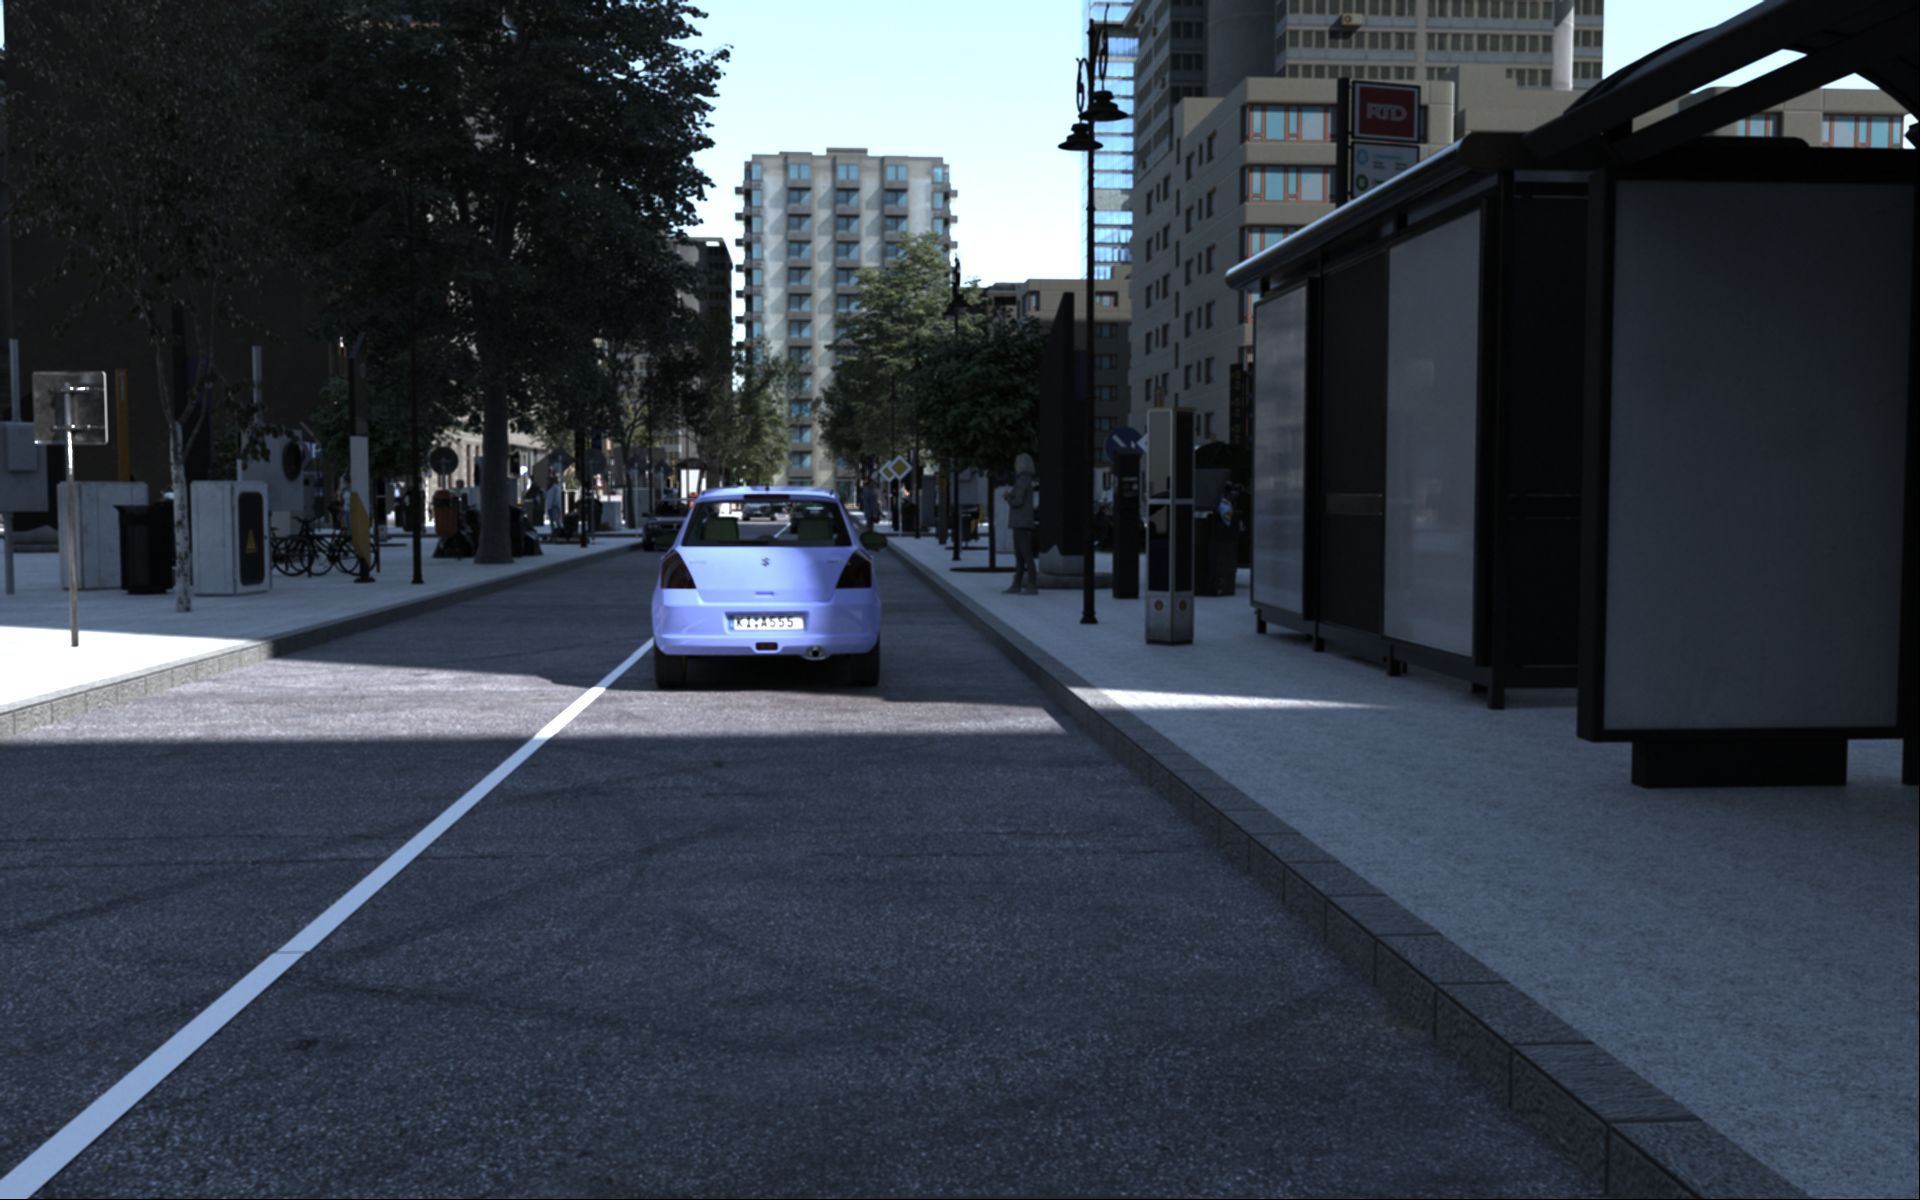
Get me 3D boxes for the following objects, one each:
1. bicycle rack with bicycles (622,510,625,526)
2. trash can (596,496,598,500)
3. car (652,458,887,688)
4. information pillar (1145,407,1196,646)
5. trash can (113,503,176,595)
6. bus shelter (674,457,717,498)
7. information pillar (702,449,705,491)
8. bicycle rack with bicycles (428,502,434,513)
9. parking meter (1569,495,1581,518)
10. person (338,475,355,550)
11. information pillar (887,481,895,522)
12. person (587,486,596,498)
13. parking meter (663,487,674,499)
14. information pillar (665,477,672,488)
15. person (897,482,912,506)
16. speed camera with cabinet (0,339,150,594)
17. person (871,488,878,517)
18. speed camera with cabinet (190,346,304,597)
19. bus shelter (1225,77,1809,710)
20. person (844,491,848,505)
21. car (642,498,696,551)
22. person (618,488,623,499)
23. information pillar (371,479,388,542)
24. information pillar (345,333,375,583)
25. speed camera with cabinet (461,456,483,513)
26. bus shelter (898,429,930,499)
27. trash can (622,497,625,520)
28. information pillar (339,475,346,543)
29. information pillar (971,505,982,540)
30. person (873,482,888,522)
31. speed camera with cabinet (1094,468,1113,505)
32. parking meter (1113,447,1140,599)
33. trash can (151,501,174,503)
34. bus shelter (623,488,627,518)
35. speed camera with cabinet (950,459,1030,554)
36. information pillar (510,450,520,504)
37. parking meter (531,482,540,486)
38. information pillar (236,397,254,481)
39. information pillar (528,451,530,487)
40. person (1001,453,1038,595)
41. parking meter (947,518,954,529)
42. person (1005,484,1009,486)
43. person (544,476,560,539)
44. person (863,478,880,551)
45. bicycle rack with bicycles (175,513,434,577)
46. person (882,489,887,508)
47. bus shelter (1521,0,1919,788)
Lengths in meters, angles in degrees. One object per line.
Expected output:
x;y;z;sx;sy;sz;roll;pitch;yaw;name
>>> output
-12.656;-3.512;70.808;2.925;0.926;2.852;-3;5;-44;bicycle rack with bicycles
-26.464;-6.967;125.569;0.748;1.137;0.748;0;3;0;trash can
-1.548;-0.280;14.170;1.945;1.707;3.694;0;4;-5;car
1.793;-0.628;14.765;0.304;2.012;0.304;-3;5;-44;information pillar
-10.460;-0.649;22.258;0.748;1.137;0.748;0;3;0;trash can
-14.786;-6.301;96.942;2.014;3.302;5.546;0;4;-5;bus shelter
-13.321;-6.031;89.960;0.183;3.616;0.504;0;4;4;information pillar
-24.711;-4.020;79.109;2.925;0.926;2.852;-2;4;-29;bicycle rack with bicycles
6.000;-0.654;16.401;0.399;1.863;0.255;0;4;-8;parking meter
-13.865;-1.992;39.455;0.563;1.720;0.643;1;4;14;person
-3.218;-4.679;80.991;0.304;2.012;0.304;-1;4;-16;information pillar
-19.850;-5.343;93.619;0.641;1.798;0.478;-3;5;-43;person
-10.396;-3.265;61.795;0.372;1.533;0.369;0;3;0;parking meter
-12.863;-4.386;76.202;0.304;2.012;0.304;-1;4;-21;information pillar
-2.341;-4.164;74.487;0.716;1.782;0.532;2;4;34;person
-11.861;-1.747;22.906;0.660;3.252;2.038;2;4;34;speed camera with cabinet
-4.456;-5.010;88.304;0.599;1.781;0.374;0;4;1;person
-9.256;-1.726;22.551;0.660;3.252;2.038;0;4;4;speed camera with cabinet
3.636;-2.252;14.452;2.179;5.291;8.768;0;4;-4;bus shelter
-13.599;-12.205;206.520;0.530;1.710;0.541;-1;4;-18;person
-7.195;-1.975;44.871;1.945;1.354;3.894;0;4;-3;car
-20.953;-6.171;107.116;0.709;1.800;0.728;-1;4;-20;person
-15.531;-2.559;46.326;0.304;2.012;0.304;-3;4;-38;information pillar
-8.661;-2.058;24.996;0.183;3.616;0.504;0;4;2;information pillar
-11.248;-2.838;40.741;0.660;3.252;2.038;-2;4;-29;speed camera with cabinet
-2.672;-7.477;99.886;2.179;5.291;8.768;0;4;-5;bus shelter
-16.531;-4.484;84.960;0.748;1.137;0.748;0;3;0;trash can
-16.041;-3.308;45.441;0.504;3.616;0.183;1;4;10;information pillar
0.443;-3.524;48.978;0.183;3.616;0.504;3;5;40;information pillar
-3.685;-4.426;78.246;0.795;1.843;0.661;-1;4;-12;person
6.489;-5.019;76.396;2.038;3.252;0.660;2;4;34;speed camera with cabinet
2.042;-0.952;21.280;0.255;1.863;0.399;-1;4;-9;parking meter
-14.038;-1.182;30.975;0.748;1.137;0.748;0;3;0;trash can
-17.503;-6.204;95.351;2.014;3.302;5.546;0;4;-4;bus shelter
0.824;-2.647;37.609;2.038;3.252;0.660;2;4;26;speed camera with cabinet
-23.473;-6.117;91.368;0.504;3.616;0.183;-2;4;-32;information pillar
-19.783;-4.585;80.674;0.399;1.863;0.255;1;4;18;parking meter
-16.953;-3.053;41.264;0.504;3.616;0.183;-3;5;-42;information pillar
-23.325;-6.268;93.840;0.183;3.616;0.504;-1;4;-12;information pillar
0.735;-0.969;22.062;0.526;1.800;0.537;1;4;15;person
-0.352;-3.339;63.001;0.372;1.533;0.369;0;3;0;parking meter
2.315;-4.718;83.582;0.834;1.777;0.661;-2;4;-23;person
-11.681;-2.665;49.889;0.793;1.790;0.793;1;4;9;person
-2.299;-2.120;43.190;0.654;1.822;0.581;-1;4;-9;person
-10.501;-0.868;27.572;2.925;0.926;2.852;1;4;17;bicycle rack with bicycles
-6.804;-9.161;156.496;0.621;1.740;0.551;3;4;37;person
3.706;-0.681;5.055;2.014;3.302;5.546;0;4;-5;bus shelter
